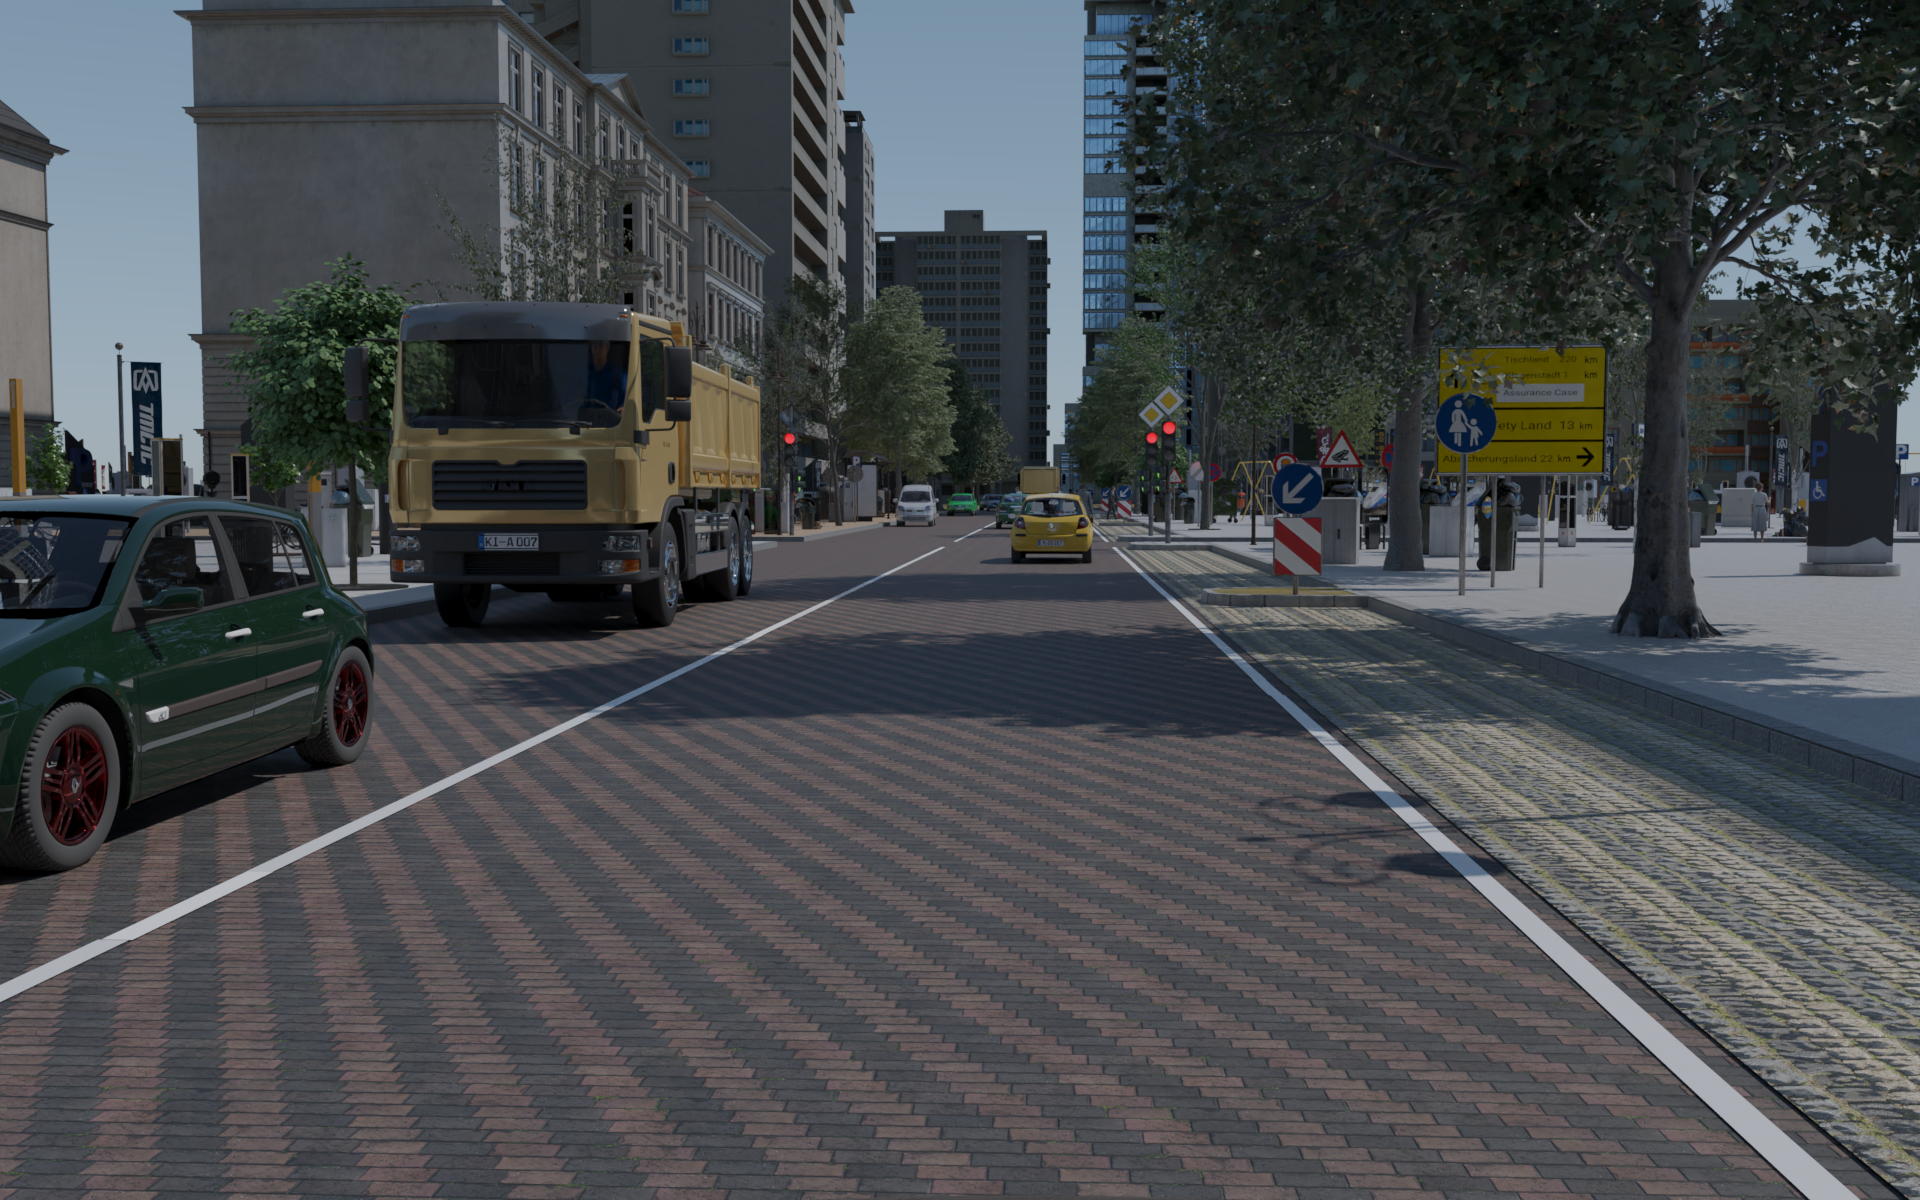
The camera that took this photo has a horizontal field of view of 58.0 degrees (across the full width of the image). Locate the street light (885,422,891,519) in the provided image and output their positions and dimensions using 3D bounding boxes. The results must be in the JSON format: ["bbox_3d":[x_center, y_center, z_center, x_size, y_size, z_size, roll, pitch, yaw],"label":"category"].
[{"bbox_3d":[-3.674,-7.089,88.699,0.468,5.910,1.993,0,4,3],"label":"street light"}]

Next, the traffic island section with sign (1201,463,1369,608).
[{"bbox_3d":[4.205,-0.861,22.705,1.989,1.847,2.006,0,4,3],"label":"traffic island section with sign"}]

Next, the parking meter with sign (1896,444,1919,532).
[{"bbox_3d":[32.564,-3.861,59.390,0.543,3.016,1.738,0,4,5],"label":"parking meter with sign"}]

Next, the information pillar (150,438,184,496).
[{"bbox_3d":[-10.442,-1.123,22.860,0.304,2.012,0.304,3,5,44],"label":"information pillar"}]

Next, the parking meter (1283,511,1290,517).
[{"bbox_3d":[16.092,-4.865,85.253,0.255,1.863,0.399,2,4,32],"label":"parking meter"}]

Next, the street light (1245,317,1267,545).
[{"bbox_3d":[7.373,-4.315,43.345,0.468,5.910,1.993,0,4,3],"label":"street light"}]

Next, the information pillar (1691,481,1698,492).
[{"bbox_3d":[41.222,-5.672,97.237,0.304,2.012,0.304,1,4,21],"label":"information pillar"}]

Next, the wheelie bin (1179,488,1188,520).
[{"bbox_3d":[10.789,-4.717,85.025,0.980,1.594,0.693,3,4,36],"label":"wheelie bin"}]

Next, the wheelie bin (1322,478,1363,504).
[{"bbox_3d":[7.544,-1.618,34.355,0.980,1.594,0.693,-1,4,-13],"label":"wheelie bin"}]

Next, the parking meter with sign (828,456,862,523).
[{"bbox_3d":[-5.225,-5.033,78.553,0.543,3.016,1.738,3,5,39],"label":"parking meter with sign"}]

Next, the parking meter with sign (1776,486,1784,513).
[{"bbox_3d":[54.287,-7.239,114.619,0.543,3.016,1.738,1,4,21],"label":"parking meter with sign"}]

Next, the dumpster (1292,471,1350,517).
[{"bbox_3d":[8.434,-2.120,40.418,1.264,1.857,1.865,0,4,3],"label":"dumpster"}]

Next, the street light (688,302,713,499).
[{"bbox_3d":[-6.309,-4.217,41.736,0.468,5.910,1.993,0,4,3],"label":"street light"}]

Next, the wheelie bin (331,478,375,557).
[{"bbox_3d":[-12.356,-1.671,35.224,0.693,1.594,0.980,0,4,4],"label":"wheelie bin"}]

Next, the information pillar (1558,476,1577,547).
[{"bbox_3d":[14.652,-2.279,41.752,0.304,2.012,0.304,-2,4,-30],"label":"information pillar"}]

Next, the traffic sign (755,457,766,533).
[{"bbox_3d":[-6.817,-3.507,57.445,0.768,2.556,0.104,1,4,11],"label":"traffic sign"}]

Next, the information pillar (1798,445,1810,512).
[{"bbox_3d":[40.300,-5.591,82.772,0.504,3.616,0.183,0,4,7],"label":"information pillar"}]

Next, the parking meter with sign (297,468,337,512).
[{"bbox_3d":[-21.325,-3.756,57.668,0.543,3.016,1.738,1,4,18],"label":"parking meter with sign"}]

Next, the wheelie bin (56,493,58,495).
[{"bbox_3d":[-47.755,-5.132,91.822,0.693,1.594,0.980,2,4,27],"label":"wheelie bin"}]

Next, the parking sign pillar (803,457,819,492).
[{"bbox_3d":[-10.908,-8.491,127.303,1.447,3.967,1.447,2,4,31],"label":"parking sign pillar"}]

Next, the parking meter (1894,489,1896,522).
[{"bbox_3d":[36.915,-3.692,68.768,0.372,1.533,0.369,0,3,0],"label":"parking meter"}]

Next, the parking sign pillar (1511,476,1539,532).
[{"bbox_3d":[19.177,-4.343,59.484,1.447,3.967,1.447,0,4,-1],"label":"parking sign pillar"}]

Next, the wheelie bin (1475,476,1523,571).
[{"bbox_3d":[9.052,-1.294,29.072,0.693,1.594,0.980,2,4,27],"label":"wheelie bin"}]

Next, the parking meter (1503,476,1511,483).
[{"bbox_3d":[13.242,-2.235,42.248,0.255,1.863,0.399,3,5,39],"label":"parking meter"}]

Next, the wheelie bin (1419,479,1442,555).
[{"bbox_3d":[10.000,-1.862,38.358,0.693,1.594,0.980,-2,4,-25],"label":"wheelie bin"}]

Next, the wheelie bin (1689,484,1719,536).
[{"bbox_3d":[22.884,-2.780,53.367,0.980,1.594,0.693,-2,4,-35],"label":"wheelie bin"}]

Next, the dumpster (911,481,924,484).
[{"bbox_3d":[-3.035,-7.183,119.939,1.502,2.255,1.985,0,4,3],"label":"dumpster"}]

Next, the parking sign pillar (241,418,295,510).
[{"bbox_3d":[-18.319,-3.509,45.843,1.447,3.967,1.447,1,4,13],"label":"parking sign pillar"}]

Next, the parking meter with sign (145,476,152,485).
[{"bbox_3d":[-57.936,-7.874,125.000,1.738,3.016,0.543,2,4,27],"label":"parking meter with sign"}]

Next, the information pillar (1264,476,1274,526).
[{"bbox_3d":[12.246,-3.922,68.609,0.304,2.012,0.304,0,4,-4],"label":"information pillar"}]

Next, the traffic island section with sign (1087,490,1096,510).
[{"bbox_3d":[8.725,-5.895,105.003,1.989,1.847,2.006,0,4,3],"label":"traffic island section with sign"}]

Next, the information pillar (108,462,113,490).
[{"bbox_3d":[-61.758,-8.233,125.957,0.183,3.616,0.504,0,4,-1],"label":"information pillar"}]

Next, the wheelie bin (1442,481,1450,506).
[{"bbox_3d":[12.173,-2.153,43.114,0.693,1.594,0.980,0,4,-4],"label":"wheelie bin"}]

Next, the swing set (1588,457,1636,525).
[{"bbox_3d":[28.478,-4.627,73.274,2.862,2.851,3.119,0,4,5],"label":"swing set"}]

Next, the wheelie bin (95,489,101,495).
[{"bbox_3d":[-50.378,-5.682,100.811,0.980,1.594,0.693,1,4,10],"label":"wheelie bin"}]

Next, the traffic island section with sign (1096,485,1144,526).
[{"bbox_3d":[7.212,-4.211,77.484,1.989,1.847,2.006,0,4,3],"label":"traffic island section with sign"}]

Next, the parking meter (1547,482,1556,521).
[{"bbox_3d":[28.158,-4.694,82.457,0.255,1.863,0.399,0,4,-4],"label":"parking meter"}]

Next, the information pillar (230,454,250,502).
[{"bbox_3d":[-13.237,-1.675,31.878,0.304,2.012,0.304,-1,4,-21],"label":"information pillar"}]

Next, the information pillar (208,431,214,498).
[{"bbox_3d":[-27.971,-4.486,64.696,0.183,3.616,0.504,-1,4,-15],"label":"information pillar"}]

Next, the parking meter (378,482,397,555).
[{"bbox_3d":[-12.167,-1.739,36.844,0.372,1.533,0.369,0,3,0],"label":"parking meter"}]

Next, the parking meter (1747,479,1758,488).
[{"bbox_3d":[30.811,-3.774,67.409,0.399,1.863,0.255,-2,4,-35],"label":"parking meter"}]

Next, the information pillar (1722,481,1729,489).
[{"bbox_3d":[42.234,-5.574,95.620,0.304,2.012,0.304,2,4,27],"label":"information pillar"}]

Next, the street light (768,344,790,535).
[{"bbox_3d":[-5.606,-4.947,53.664,0.468,5.910,1.993,0,4,3],"label":"street light"}]

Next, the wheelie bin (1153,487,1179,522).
[{"bbox_3d":[9.226,-4.332,78.739,0.980,1.594,0.693,-2,4,-23],"label":"wheelie bin"}]

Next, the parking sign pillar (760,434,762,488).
[{"bbox_3d":[-9.320,-5.457,77.694,1.447,3.967,1.447,1,4,16],"label":"parking sign pillar"}]

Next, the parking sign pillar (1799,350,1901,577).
[{"bbox_3d":[14.130,-2.381,27.401,1.447,3.967,1.447,-1,4,-16],"label":"parking sign pillar"}]

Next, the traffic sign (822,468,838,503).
[{"bbox_3d":[-6.239,-5.081,83.180,0.768,2.556,0.104,0,4,7],"label":"traffic sign"}]

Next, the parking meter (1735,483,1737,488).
[{"bbox_3d":[41.635,-5.318,92.665,0.255,1.863,0.399,3,4,36],"label":"parking meter"}]

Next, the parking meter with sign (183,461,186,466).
[{"bbox_3d":[-41.350,-5.863,92.123,0.543,3.016,1.738,-1,4,-18],"label":"parking meter with sign"}]

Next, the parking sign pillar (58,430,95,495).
[{"bbox_3d":[-37.266,-5.193,73.373,1.447,3.967,1.447,1,4,10],"label":"parking sign pillar"}]

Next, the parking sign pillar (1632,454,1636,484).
[{"bbox_3d":[43.322,-7.494,110.993,1.447,3.967,1.447,2,4,25],"label":"parking sign pillar"}]

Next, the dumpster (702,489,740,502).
[{"bbox_3d":[-8.176,-3.375,57.671,1.502,2.255,1.985,0,4,3],"label":"dumpster"}]

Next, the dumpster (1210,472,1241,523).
[{"bbox_3d":[11.586,-4.530,76.563,1.502,2.255,1.985,0,4,3],"label":"dumpster"}]

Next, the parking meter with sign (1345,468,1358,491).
[{"bbox_3d":[20.688,-5.669,88.946,1.738,3.016,0.543,2,4,25],"label":"parking meter with sign"}]

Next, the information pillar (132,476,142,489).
[{"bbox_3d":[-31.116,-3.733,65.520,0.304,2.012,0.304,-1,4,-15],"label":"information pillar"}]

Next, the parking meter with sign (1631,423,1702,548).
[{"bbox_3d":[17.162,-2.798,42.012,0.543,3.016,1.738,-2,4,-30],"label":"parking meter with sign"}]
